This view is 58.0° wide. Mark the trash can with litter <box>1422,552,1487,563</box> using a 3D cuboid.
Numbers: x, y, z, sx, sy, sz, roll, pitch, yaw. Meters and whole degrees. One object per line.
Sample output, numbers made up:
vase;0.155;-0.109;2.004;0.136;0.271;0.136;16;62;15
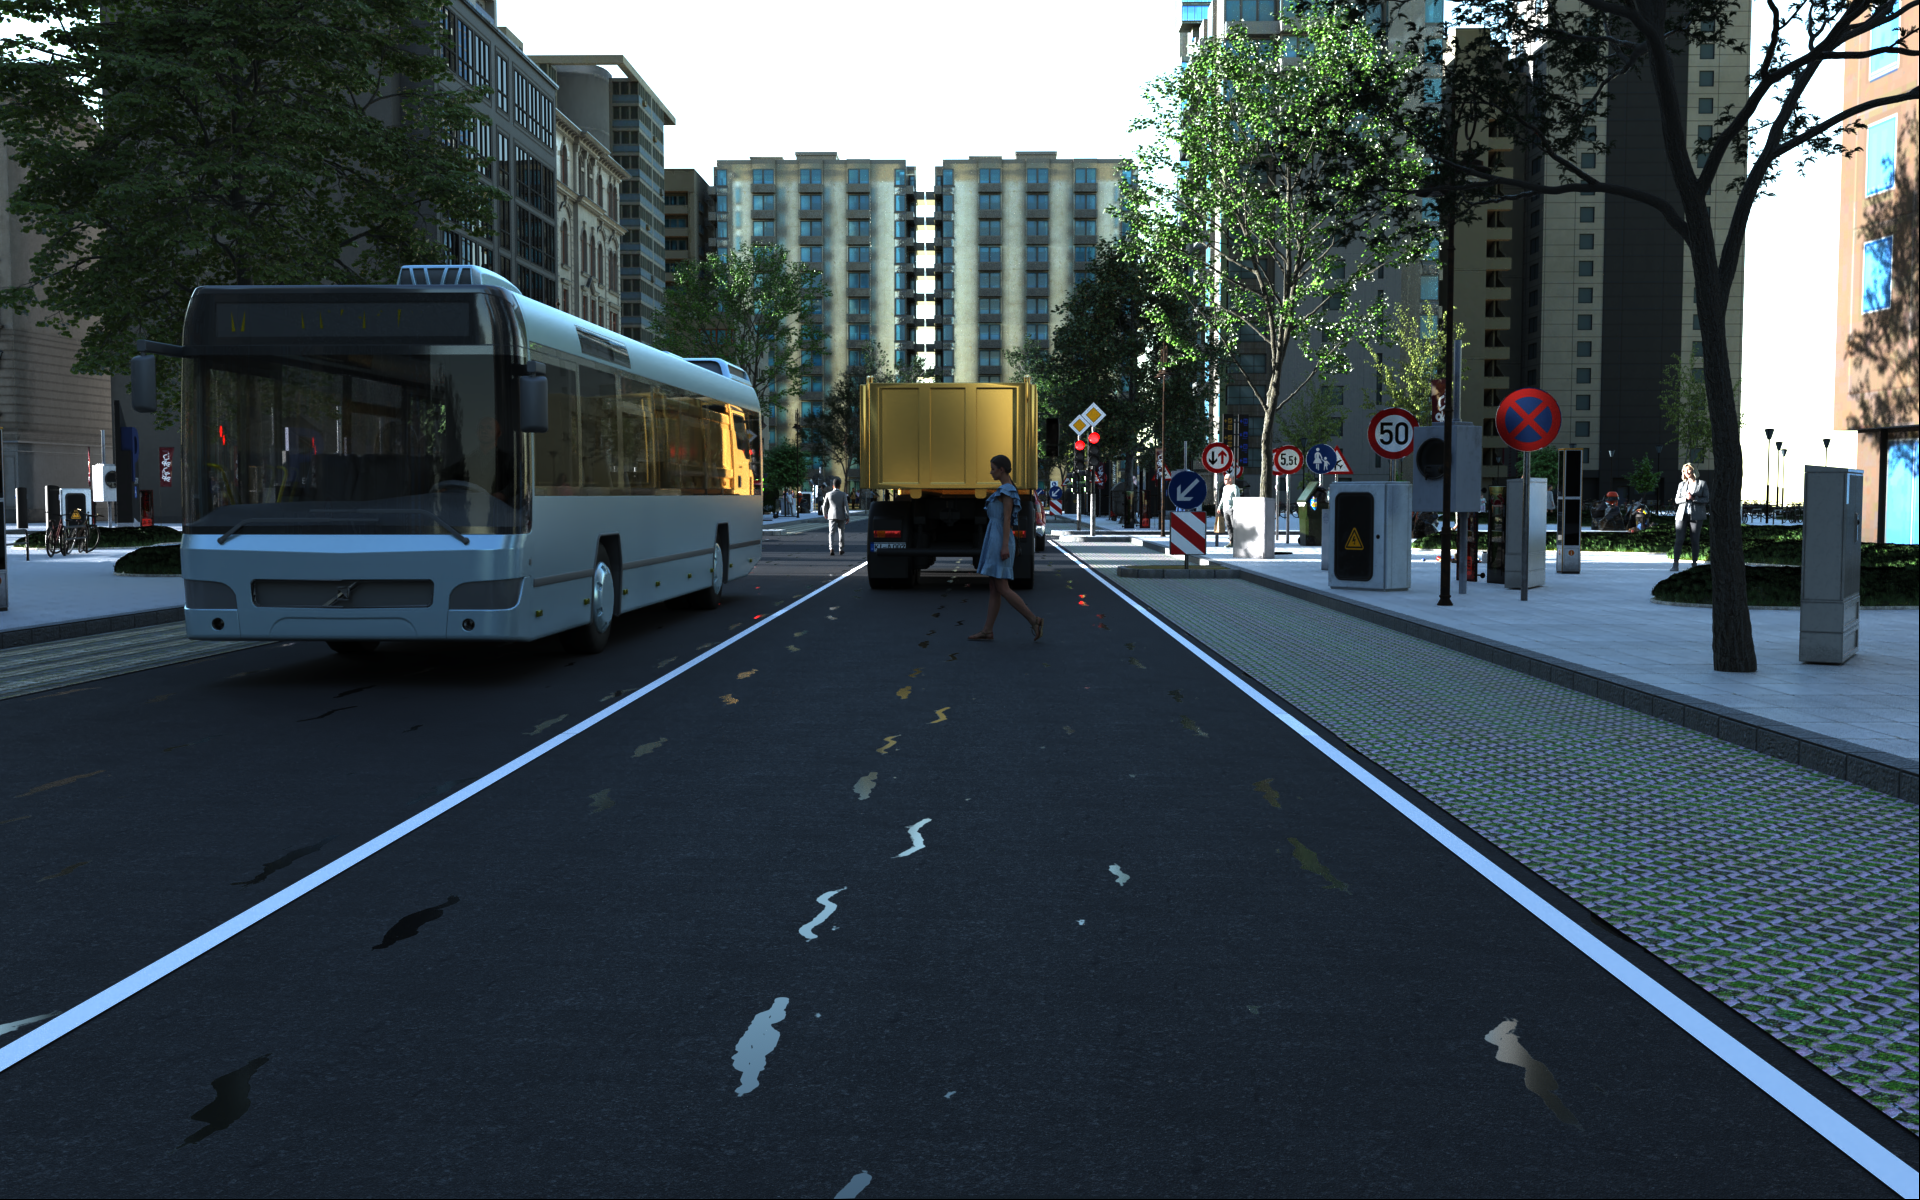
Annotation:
trash can with litter;9.636;-1.338;32.942;1.678;1.210;2.233;0;4;8

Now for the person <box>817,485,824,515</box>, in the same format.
person;-8.367;-6.006;104.415;0.473;1.802;0.592;1;4;18

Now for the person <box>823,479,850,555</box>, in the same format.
person;-2.908;-1.951;40.674;0.678;1.792;0.850;0;4;4

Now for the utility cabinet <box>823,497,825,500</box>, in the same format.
utility cabinet;-10.065;-7.494;131.198;0.318;1.500;1.173;2;4;33

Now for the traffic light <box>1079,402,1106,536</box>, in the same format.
traffic light;4.054;-3.913;52.906;0.839;4.253;0.868;0;4;1

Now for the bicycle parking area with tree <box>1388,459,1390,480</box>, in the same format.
bicycle parking area with tree;24.768;-8.309;122.848;9.016;4.147;8.231;2;4;29

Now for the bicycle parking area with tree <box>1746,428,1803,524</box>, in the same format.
bicycle parking area with tree;37.334;-5.331;74.156;9.016;4.147;8.231;-3;5;-40

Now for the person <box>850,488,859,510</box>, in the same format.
person;-8.800;-8.398;143.452;0.705;1.812;1.348;2;4;25

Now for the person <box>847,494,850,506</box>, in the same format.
person;-10.222;-8.997;156.338;0.799;1.438;0.628;2;4;32

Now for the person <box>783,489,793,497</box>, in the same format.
person;-17.783;-10.531;178.192;1.348;1.831;0.705;-2;4;-30

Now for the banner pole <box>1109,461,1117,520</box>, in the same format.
banner pole;7.463;-5.801;84.862;0.401;3.779;0.863;3;5;39

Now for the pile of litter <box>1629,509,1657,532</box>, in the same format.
pile of litter;20.455;-2.313;51.777;1.176;0.858;1.719;-3;4;-36

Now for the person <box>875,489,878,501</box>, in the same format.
person;-8.949;-10.917;184.553;0.705;1.823;1.348;-1;4;-16

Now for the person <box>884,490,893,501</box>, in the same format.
person;-7.601;-10.849;184.249;1.217;1.723;0.721;1;4;21

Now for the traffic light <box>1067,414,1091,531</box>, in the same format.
traffic light;4.175;-4.402;60.890;0.839;4.253;0.868;0;4;1

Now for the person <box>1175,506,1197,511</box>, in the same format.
person;5.959;-2.407;45.573;0.721;1.800;0.419;0;4;3

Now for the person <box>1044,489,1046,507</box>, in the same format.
person;8.167;-9.851;167.561;0.683;1.767;0.568;1;4;23

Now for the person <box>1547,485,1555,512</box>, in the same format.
person;28.280;-4.666;83.080;0.466;1.731;0.760;2;4;35

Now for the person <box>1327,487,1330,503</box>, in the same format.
person;24.569;-6.652;115.296;0.515;1.767;0.782;1;4;8

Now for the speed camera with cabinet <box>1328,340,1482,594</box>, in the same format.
speed camera with cabinet;5.818;-1.738;22.758;0.660;3.252;2.038;-3;4;-38

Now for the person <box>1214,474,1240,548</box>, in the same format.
person;6.478;-2.147;41.625;0.515;1.767;0.782;-2;4;-33

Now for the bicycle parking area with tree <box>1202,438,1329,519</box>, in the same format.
bicycle parking area with tree;17.005;-6.362;91.021;9.016;4.147;8.231;0;4;5

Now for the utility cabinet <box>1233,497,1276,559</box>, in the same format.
utility cabinet;5.894;-1.440;34.710;0.306;1.237;1.020;-2;4;-28

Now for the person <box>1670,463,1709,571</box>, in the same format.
person;12.137;-1.378;28.761;0.537;1.800;0.526;3;5;44

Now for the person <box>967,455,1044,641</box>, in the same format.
person;0.458;-0.506;16.874;0.778;1.811;0.616;1;4;18

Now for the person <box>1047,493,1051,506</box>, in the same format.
person;9.545;-11.044;187.420;0.742;1.727;0.445;0;4;6

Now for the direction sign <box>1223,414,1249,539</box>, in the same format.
direction sign;7.811;-3.495;49.148;0.876;3.537;0.379;-2;4;-27

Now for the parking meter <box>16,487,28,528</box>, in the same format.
parking meter;-35.024;-3.440;64.657;0.372;1.533;0.369;0;3;0

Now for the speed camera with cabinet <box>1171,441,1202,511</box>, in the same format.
speed camera with cabinet;8.550;-4.344;65.365;0.660;3.252;2.038;2;4;27

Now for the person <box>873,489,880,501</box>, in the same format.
person;-8.769;-10.384;175.917;1.348;1.812;0.705;1;4;9

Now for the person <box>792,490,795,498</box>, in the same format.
person;-19.107;-11.717;198.534;0.530;1.710;0.541;0;4;-7

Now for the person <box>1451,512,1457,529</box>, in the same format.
person;15.194;-2.838;52.671;0.641;1.798;0.478;-1;4;-14

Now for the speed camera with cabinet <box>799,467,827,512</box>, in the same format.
speed camera with cabinet;-10.715;-8.038;125.759;2.038;3.252;0.660;-2;4;-24

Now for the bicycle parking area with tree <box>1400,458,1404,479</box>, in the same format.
bicycle parking area with tree;32.885;-8.836;131.470;9.016;4.147;8.231;1;4;18

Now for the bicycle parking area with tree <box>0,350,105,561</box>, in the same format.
bicycle parking area with tree;-21.630;-2.865;33.847;8.231;4.147;9.016;0;4;0

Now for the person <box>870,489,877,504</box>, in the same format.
person;-8.463;-9.773;165.816;1.348;1.826;0.705;3;5;40

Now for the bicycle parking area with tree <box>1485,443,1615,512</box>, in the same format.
bicycle parking area with tree;32.215;-6.849;98.989;8.231;4.147;9.016;2;4;31

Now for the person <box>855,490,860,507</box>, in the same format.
person;-10.465;-10.439;177.657;0.756;1.711;0.436;-1;4;-20

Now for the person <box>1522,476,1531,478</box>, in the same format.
person;14.245;-2.299;43.647;0.555;1.821;0.388;1;4;19

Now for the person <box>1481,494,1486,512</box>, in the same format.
person;27.037;-4.845;89.529;0.425;1.301;0.394;-2;4;-27

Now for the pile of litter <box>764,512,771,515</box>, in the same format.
pile of litter;-12.374;-5.802;108.826;1.176;0.858;1.719;3;5;45

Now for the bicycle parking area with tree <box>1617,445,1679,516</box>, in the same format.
bicycle parking area with tree;43.425;-7.054;102.327;8.231;4.147;9.016;0;4;-6

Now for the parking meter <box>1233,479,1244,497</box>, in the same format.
parking meter;10.111;-3.508;63.066;0.255;1.863;0.399;-2;4;-32

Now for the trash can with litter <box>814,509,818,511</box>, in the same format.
trash can with litter;-11.631;-7.478;133.322;2.233;1.210;1.678;-2;4;-29

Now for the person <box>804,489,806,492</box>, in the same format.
person;-17.322;-11.558;194.887;0.709;1.838;0.599;3;5;44

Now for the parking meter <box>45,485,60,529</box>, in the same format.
parking meter;-26.042;-2.527;49.734;0.372;1.533;0.369;0;3;0

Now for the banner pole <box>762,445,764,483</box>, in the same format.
banner pole;-8.968;-5.311;76.845;0.401;3.779;0.863;2;4;34

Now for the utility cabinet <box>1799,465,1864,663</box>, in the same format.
utility cabinet;6.775;-0.290;13.428;0.318;1.500;1.173;2;4;32

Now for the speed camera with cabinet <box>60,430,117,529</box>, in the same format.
speed camera with cabinet;-26.592;-3.573;52.759;0.660;3.252;2.038;2;4;31

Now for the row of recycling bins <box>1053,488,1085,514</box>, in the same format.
row of recycling bins;8.826;-7.581;131.058;3.534;1.692;1.069;0;4;8

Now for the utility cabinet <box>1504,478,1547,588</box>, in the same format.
utility cabinet;7.735;-0.918;23.694;0.318;1.500;1.173;2;4;30

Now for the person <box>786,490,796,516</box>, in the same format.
person;-9.908;-5.657;101.135;0.523;1.515;0.503;2;4;26

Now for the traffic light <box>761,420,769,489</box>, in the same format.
traffic light;-7.185;-4.411;61.047;0.839;4.253;0.868;0;4;1
